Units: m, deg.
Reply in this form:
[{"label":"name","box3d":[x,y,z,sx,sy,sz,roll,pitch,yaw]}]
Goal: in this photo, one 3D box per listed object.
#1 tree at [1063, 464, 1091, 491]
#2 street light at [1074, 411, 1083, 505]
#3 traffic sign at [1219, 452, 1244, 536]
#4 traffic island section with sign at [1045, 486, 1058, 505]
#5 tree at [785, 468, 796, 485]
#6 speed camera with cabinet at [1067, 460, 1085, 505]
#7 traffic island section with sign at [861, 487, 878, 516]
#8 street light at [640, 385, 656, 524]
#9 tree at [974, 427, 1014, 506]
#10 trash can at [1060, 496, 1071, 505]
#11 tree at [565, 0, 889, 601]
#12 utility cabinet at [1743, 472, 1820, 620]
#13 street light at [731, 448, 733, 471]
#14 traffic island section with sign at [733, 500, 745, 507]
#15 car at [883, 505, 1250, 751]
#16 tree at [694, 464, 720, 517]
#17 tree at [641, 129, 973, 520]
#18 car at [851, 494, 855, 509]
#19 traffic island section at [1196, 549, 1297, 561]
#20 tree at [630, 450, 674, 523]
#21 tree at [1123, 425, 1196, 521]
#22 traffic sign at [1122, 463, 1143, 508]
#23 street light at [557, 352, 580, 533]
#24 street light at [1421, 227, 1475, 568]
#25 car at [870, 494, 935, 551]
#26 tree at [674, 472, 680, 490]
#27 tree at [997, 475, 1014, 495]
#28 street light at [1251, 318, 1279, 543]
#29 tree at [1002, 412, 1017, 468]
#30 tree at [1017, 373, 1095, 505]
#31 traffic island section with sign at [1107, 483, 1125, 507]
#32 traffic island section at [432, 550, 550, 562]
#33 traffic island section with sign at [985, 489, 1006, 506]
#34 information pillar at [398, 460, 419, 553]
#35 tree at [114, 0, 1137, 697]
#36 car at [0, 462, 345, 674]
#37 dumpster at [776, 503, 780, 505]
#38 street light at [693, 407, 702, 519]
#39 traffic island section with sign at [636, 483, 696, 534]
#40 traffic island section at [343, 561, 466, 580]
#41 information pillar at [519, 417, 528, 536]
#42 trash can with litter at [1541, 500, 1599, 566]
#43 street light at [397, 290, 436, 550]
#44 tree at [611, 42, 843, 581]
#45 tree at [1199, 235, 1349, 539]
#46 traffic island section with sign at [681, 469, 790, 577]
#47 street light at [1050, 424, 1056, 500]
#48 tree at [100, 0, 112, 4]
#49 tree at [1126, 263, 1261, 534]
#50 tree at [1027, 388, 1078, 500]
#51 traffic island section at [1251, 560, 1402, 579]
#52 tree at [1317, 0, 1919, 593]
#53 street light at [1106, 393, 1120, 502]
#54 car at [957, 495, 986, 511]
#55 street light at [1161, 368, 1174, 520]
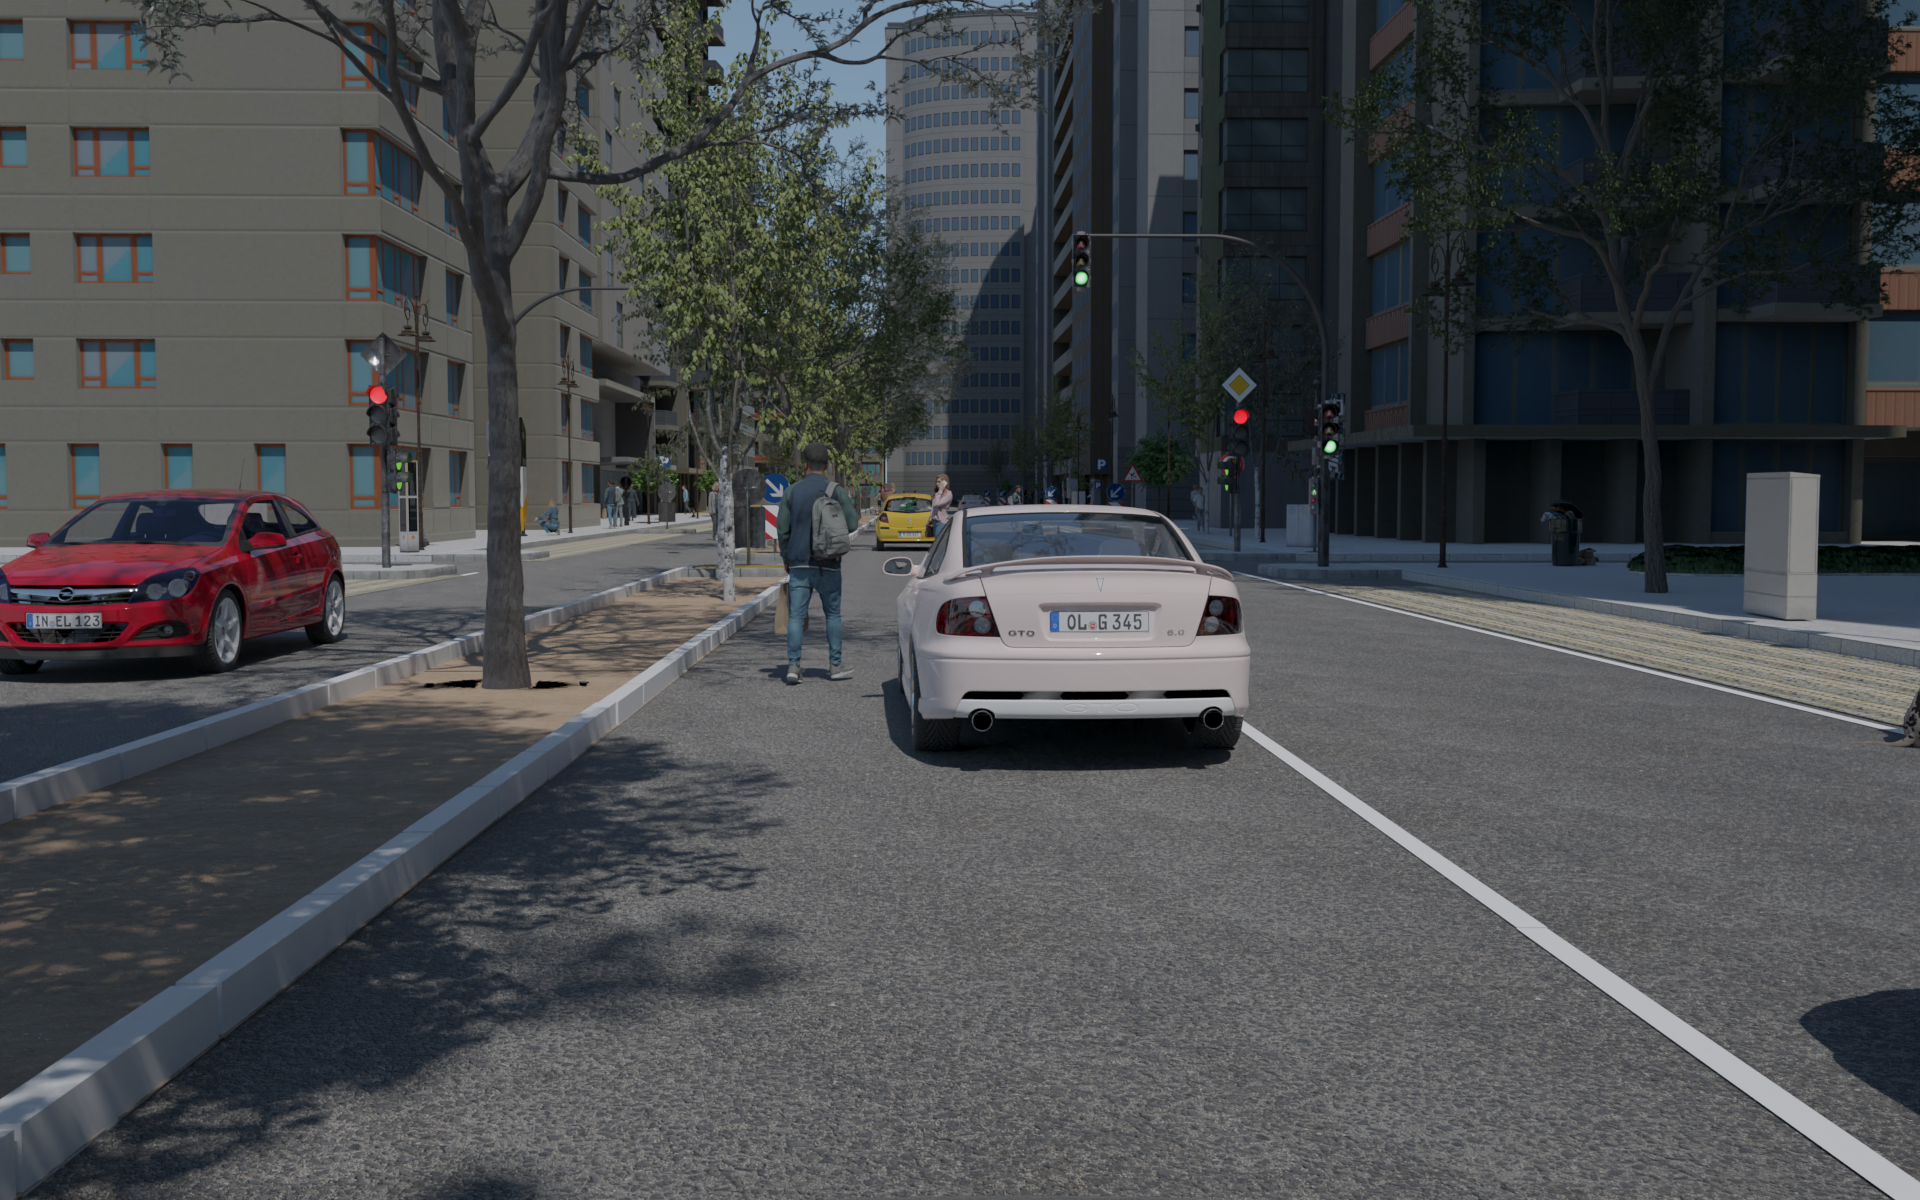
[{"label":"tree","box3d":[7.316,-7.047,109.821,1.663,3.219,1.824,0,3,0]},{"label":"street light","box3d":[6.598,-7.564,96.459,0.468,5.910,1.993,0,4,-2]},{"label":"traffic sign","box3d":[8.201,-3.198,52.387,0.768,2.556,0.104,0,4,5]},{"label":"traffic island section with sign","box3d":[4.672,-5.063,91.401,1.989,1.847,2.006,0,4,-2]},{"label":"tree","box3d":[-17.144,-12.200,183.190,4.285,4.588,4.351,0,3,0]},{"label":"speed camera with cabinet","box3d":[6.739,-6.492,100.476,0.660,3.252,2.038,-1,4,-12]},{"label":"traffic island section with sign","box3d":[-6.184,-6.418,113.076,2.006,1.907,1.989,0,4,-2]},{"label":"street light","box3d":[-13.219,-6.155,73.416,0.468,5.910,1.993,0,4,-2]},{"label":"tree","box3d":[3.872,-14.227,182.968,4.360,8.622,3.978,0,3,0]},{"label":"trash can","box3d":[6.538,-5.810,106.652,0.748,1.137,0.748,0,3,0]},{"label":"tree","box3d":[-3.015,-4.264,22.529,4.737,8.622,4.395,0,3,0]},{"label":"utility cabinet","box3d":[8.524,-0.568,17.969,0.318,1.500,1.173,0,4,5]},{"label":"street light","box3d":[-14.228,-8.281,108.185,0.468,5.910,1.993,0,4,-2]},{"label":"traffic island section with sign","box3d":[-11.406,-4.961,89.737,1.989,1.847,2.006,0,4,-2]},{"label":"car","box3d":[0.560,0.078,11.079,2.083,1.381,4.827,0,4,-4]},{"label":"tree","box3d":[-14.293,-6.384,98.985,1.663,3.219,1.824,0,3,0]},{"label":"tree","box3d":[-3.868,-6.472,42.695,8.767,10.594,7.601,0,4,-2]},{"label":"car","box3d":[-10.979,-9.575,168.355,2.131,1.459,4.920,0,4,-1]},{"label":"traffic island section","box3d":[6.201,-0.998,38.602,2.009,0.180,2.903,0,4,-2]},{"label":"tree","box3d":[-13.957,-5.042,77.038,1.663,3.219,1.824,0,3,0]},{"label":"tree","box3d":[9.416,-6.027,82.253,4.285,4.588,4.351,0,3,0]},{"label":"traffic sign","box3d":[7.329,-4.502,73.611,0.884,2.594,0.081,0,4,1]},{"label":"street light","box3d":[-12.774,-5.128,56.636,0.468,5.910,1.993,0,4,-2]},{"label":"street light","box3d":[8.424,-3.503,30.057,0.468,5.910,1.993,0,4,-2]},{"label":"car","box3d":[-1.329,-2.119,44.865,2.015,1.641,3.980,0,4,-2]},{"label":"tree","box3d":[-14.991,-5.659,87.120,1.663,3.219,1.824,0,3,0]},{"label":"tree","box3d":[4.486,-10.956,173.739,1.663,3.219,1.824,0,3,0]},{"label":"street light","box3d":[8.020,-4.460,45.712,0.468,5.910,1.993,0,4,-2]},{"label":"tree","box3d":[5.651,-12.461,154.104,4.737,8.622,4.395,0,3,0]},{"label":"tree","box3d":[6.279,-9.439,104.695,4.737,8.622,4.395,0,3,0]},{"label":"traffic island section with sign","box3d":[5.493,-3.342,63.271,1.989,1.847,2.006,0,4,-2]},{"label":"traffic island section","box3d":[-10.234,-0.970,38.134,2.009,0.180,2.903,0,4,-2]},{"label":"traffic island section with sign","box3d":[3.257,-8.054,140.314,1.989,1.847,2.006,0,4,-2]},{"label":"information pillar","box3d":[-12.075,-2.045,37.922,0.304,2.012,0.304,2,4,35]},{"label":"tree","box3d":[-3.310,-6.079,12.225,12.009,13.543,11.850,0,3,0]},{"label":"car","box3d":[-6.820,-0.374,15.150,2.155,1.783,4.494,0,4,-3]},{"label":"dumpster","box3d":[-12.745,-7.290,127.404,1.865,1.857,1.264,0,4,-2]},{"label":"street light","box3d":[-13.759,-7.208,90.644,0.468,5.910,1.993,0,4,-2]},{"label":"traffic island section with sign","box3d":[-10.622,-3.313,62.793,1.989,1.847,2.006,0,4,-2]},{"label":"traffic island section","box3d":[-10.003,-0.481,30.152,2.009,0.180,2.903,0,4,-2]},{"label":"information pillar","box3d":[-13.274,-3.748,52.629,0.183,3.616,0.504,0,4,0]},{"label":"trash can with litter","box3d":[10.946,-1.201,31.018,1.055,1.170,0.624,-3,4,-37]},{"label":"street light","box3d":[-12.315,-4.074,39.395,0.468,5.910,1.993,0,4,-2]},{"label":"tree","box3d":[-3.912,-4.618,28.331,4.360,8.622,3.978,0,3,0]},{"label":"tree","box3d":[8.581,-6.042,49.153,4.360,8.622,3.978,0,3,0]},{"label":"traffic island section with sign","box3d":[-3.798,-1.372,30.565,2.006,1.907,1.989,0,4,-2]},{"label":"street light","box3d":[6.045,-8.595,113.311,0.468,5.910,1.993,0,4,-2]},{"label":"tree","box3d":[-3.153,-5.006,2.425,7.486,12.596,7.792,0,3,0]},{"label":"tree","box3d":[7.724,-6.418,55.292,4.737,8.622,4.395,0,3,0]},{"label":"tree","box3d":[6.407,-10.444,121.119,4.360,8.622,3.978,0,3,0]},{"label":"traffic island section","box3d":[6.432,-0.510,30.621,2.009,0.180,2.903,0,4,-2]},{"label":"tree","box3d":[9.110,-5.391,22.551,8.767,10.594,7.601,0,4,5]},{"label":"street light","box3d":[7.007,-6.536,79.654,0.468,5.910,1.993,0,4,-2]},{"label":"car","box3d":[0.857,-6.854,124.422,2.083,1.381,4.827,0,4,-2]},{"label":"street light","box3d":[7.585,-5.514,62.935,0.468,5.910,1.993,0,4,-2]}]
